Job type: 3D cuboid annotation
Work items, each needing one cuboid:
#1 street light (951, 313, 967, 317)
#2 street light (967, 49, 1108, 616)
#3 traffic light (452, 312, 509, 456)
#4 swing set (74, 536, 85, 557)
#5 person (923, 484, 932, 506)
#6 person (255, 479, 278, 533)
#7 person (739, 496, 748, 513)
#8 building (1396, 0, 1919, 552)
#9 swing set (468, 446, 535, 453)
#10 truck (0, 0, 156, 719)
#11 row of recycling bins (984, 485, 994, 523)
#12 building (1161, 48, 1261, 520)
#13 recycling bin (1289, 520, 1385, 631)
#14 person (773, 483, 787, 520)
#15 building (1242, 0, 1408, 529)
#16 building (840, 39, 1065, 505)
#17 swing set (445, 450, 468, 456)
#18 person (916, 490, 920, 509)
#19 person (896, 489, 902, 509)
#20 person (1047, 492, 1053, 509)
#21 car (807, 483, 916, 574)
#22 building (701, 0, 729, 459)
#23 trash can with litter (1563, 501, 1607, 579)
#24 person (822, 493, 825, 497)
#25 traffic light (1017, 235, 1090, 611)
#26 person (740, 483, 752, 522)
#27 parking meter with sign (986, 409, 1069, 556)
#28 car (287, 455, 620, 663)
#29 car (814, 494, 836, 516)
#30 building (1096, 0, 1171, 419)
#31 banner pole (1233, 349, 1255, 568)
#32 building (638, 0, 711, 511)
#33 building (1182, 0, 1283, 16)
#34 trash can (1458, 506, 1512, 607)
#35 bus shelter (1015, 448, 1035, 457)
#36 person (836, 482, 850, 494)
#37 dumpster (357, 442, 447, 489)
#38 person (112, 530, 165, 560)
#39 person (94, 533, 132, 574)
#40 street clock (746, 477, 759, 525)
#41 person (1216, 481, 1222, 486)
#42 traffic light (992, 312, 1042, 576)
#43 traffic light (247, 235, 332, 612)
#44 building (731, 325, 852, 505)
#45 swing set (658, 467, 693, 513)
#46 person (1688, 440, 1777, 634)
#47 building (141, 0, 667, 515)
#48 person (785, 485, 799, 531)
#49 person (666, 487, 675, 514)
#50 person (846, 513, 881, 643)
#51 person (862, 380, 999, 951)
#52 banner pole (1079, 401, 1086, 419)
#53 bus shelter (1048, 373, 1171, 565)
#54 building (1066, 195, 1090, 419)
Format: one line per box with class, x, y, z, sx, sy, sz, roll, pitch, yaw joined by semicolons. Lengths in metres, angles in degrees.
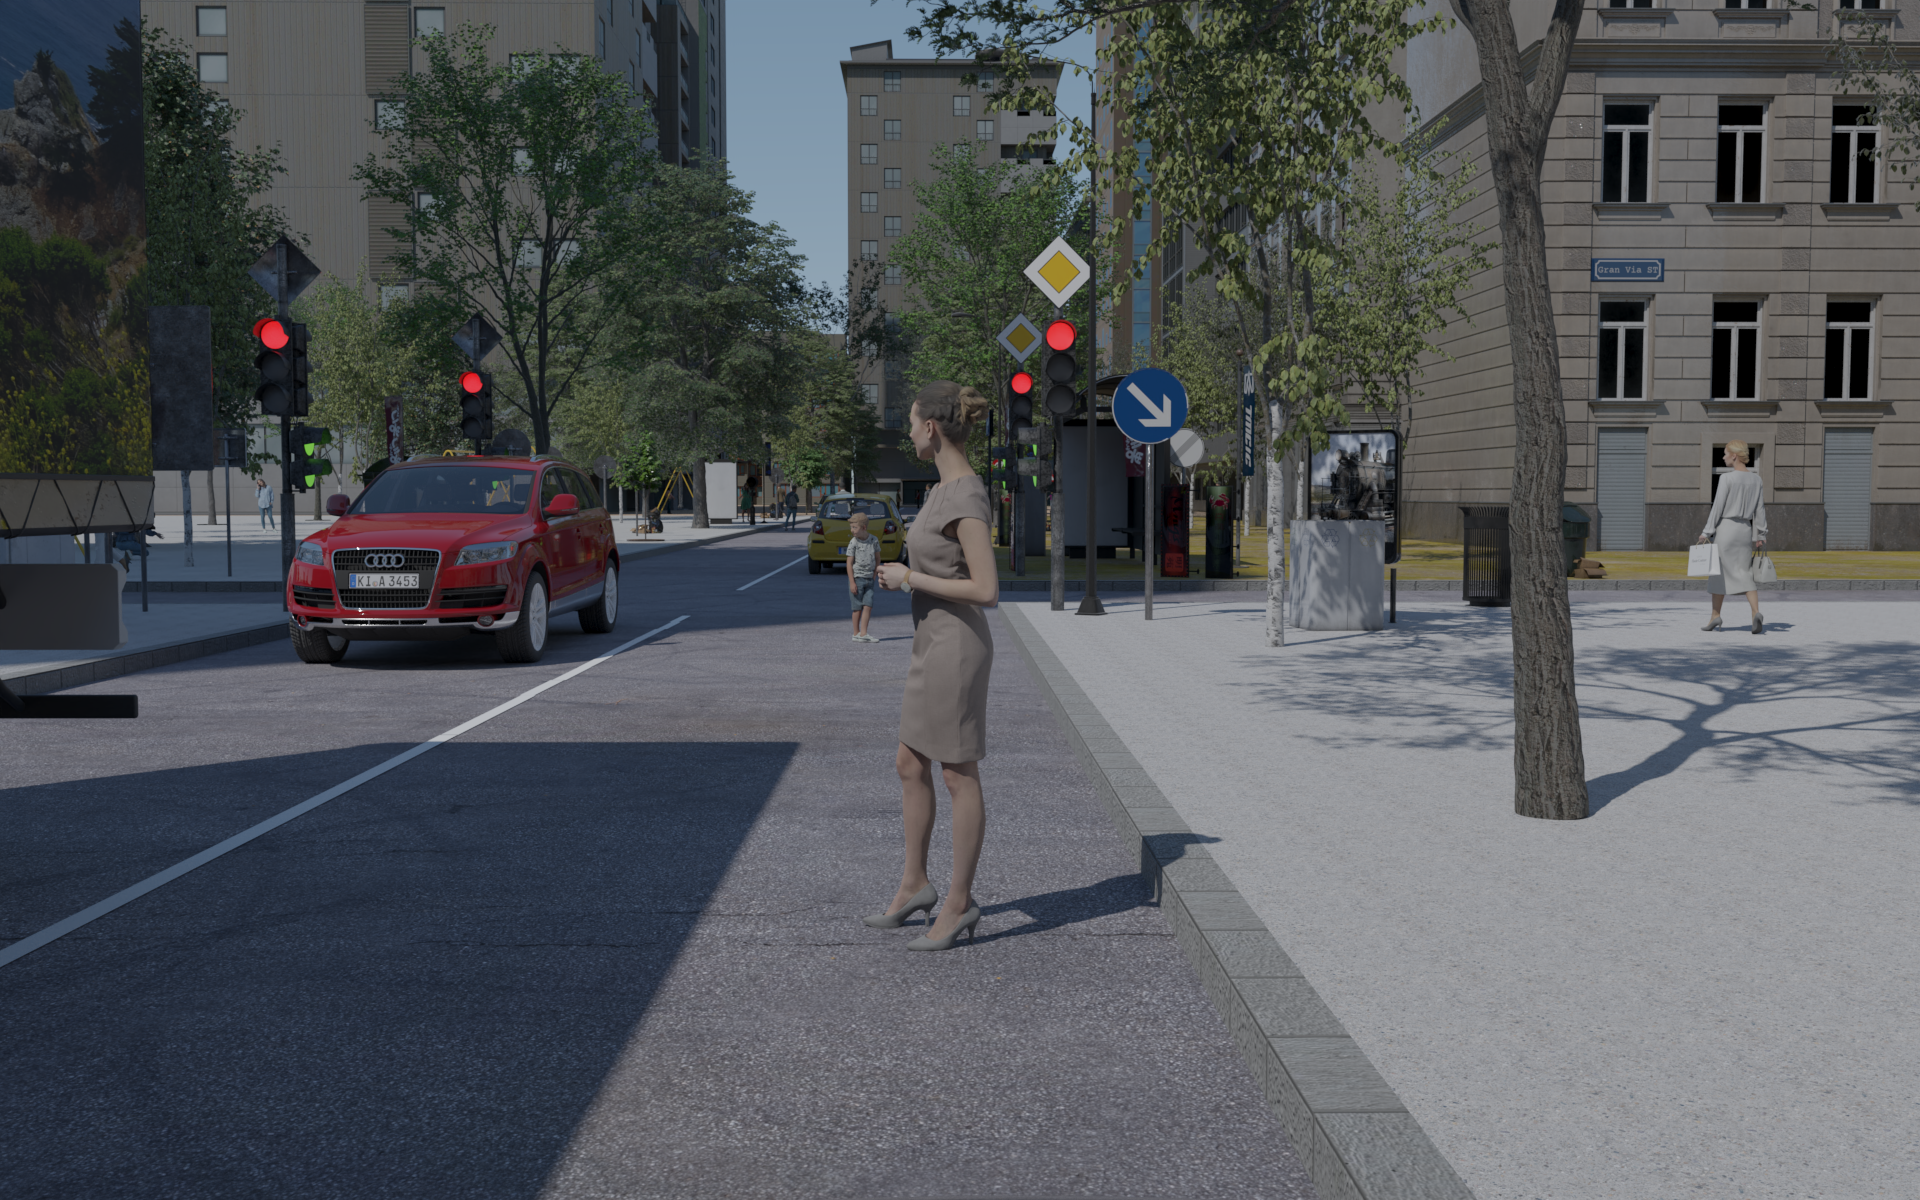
street light;0.478;-4.400;44.476;1.470;5.913;1.316;0;4;-1
street light;0.853;-2.795;18.235;1.470;5.913;1.316;0;4;-1
traffic light;-7.436;-2.316;26.792;0.839;4.253;0.868;0;4;-1
swing set;-18.562;-2.234;34.142;2.862;2.851;3.119;-1;4;-18
person;-1.140;-3.677;68.457;0.661;1.843;0.795;-3;5;-42
person;-22.851;-3.104;57.061;0.793;1.790;0.793;-3;5;-42
person;-14.828;-6.897;119.592;0.721;1.735;1.217;2;4;32
building;24.811;-15.061;43.516;25.104;27.353;12.463;0;4;-1
swing set;-13.886;-3.526;55.269;2.862;2.851;3.119;0;4;-7
truck;-4.460;-0.771;1.517;2.839;4.237;11.283;0;4;-1
row of recycling bins;0.958;-4.412;79.244;1.069;1.692;3.534;-1;4;-19
building;18.921;-16.382;86.917;14.314;24.678;30.058;0;4;-1
recycling bin;3.596;-0.245;16.556;0.722;1.027;0.722;0;4;-7
person;-8.862;-4.893;85.947;0.836;1.842;0.656;1;4;11
building;16.624;-13.072;62.871;9.793;20.994;18.267;0;4;-1
building;-0.008;-37.988;210.350;27.495;52.752;28.713;0;4;-1
swing set;-17.900;-3.989;62.834;2.862;2.851;3.119;1;4;12
person;-4.096;-9.777;168.314;0.705;1.831;1.348;1;4;10
person;-4.530;-7.304;128.015;0.705;1.812;1.348;-1;4;-14
person;7.890;-8.486;148.013;0.991;1.433;0.599;1;4;22
car;-1.852;-1.356;32.401;2.015;1.641;3.980;0;4;1
building;-32.247;-43.880;155.682;20.611;71.187;20.563;0;4;-1
trash can with litter;9.565;-0.932;26.630;0.624;1.170;1.055;-1;4;-15
person;-14.010;-10.375;178.894;0.991;1.433;0.599;-1;4;-14
traffic light;1.056;-1.837;18.963;0.839;4.253;0.868;0;4;-1
person;-9.812;-4.476;79.475;0.600;1.795;0.529;-3;4;-37
parking meter with sign;1.433;-2.414;35.726;1.738;3.016;0.543;0;4;-6
car;-4.595;-0.472;16.385;2.281;1.827;5.304;0;4;0
car;-6.097;-4.574;84.564;2.009;1.686;4.222;0;4;-1
building;18.123;-29.682;135.418;14.600;45.320;14.200;0;4;-1
banner pole;4.890;-2.432;29.777;0.401;3.779;0.863;-1;4;-15
building;-27.839;-27.761;137.491;14.154;41.232;14.086;0;4;-1
building;27.355;-25.981;116.663;32.217;40.220;23.993;0;4;-1
trash can;6.082;-0.501;19.848;0.748;1.137;0.748;0;3;0
bus shelter;2.886;-5.435;80.142;1.731;3.624;6.357;0;4;-1
person;-3.688;-2.821;54.812;0.511;1.800;0.466;-1;4;-13
dumpster;-10.169;-1.814;32.155;1.502;2.255;1.985;0;4;-1
person;-16.168;-1.357;33.721;1.012;1.151;0.738;1;4;15
person;-13.058;-1.260;26.527;0.514;1.842;0.818;3;4;36
street clock;-8.595;-4.107;71.713;0.471;2.002;0.358;1;4;17
person;10.583;-3.972;71.167;0.466;1.800;0.511;0;4;-6
traffic light;0.923;-2.326;26.947;0.839;4.253;0.868;0;4;-1
traffic light;-7.304;-1.828;18.808;0.839;4.253;0.868;0;4;-1
building;-28.183;-22.307;209.763;28.899;21.520;27.650;0;4;-1
swing set;-16.161;-6.280;100.303;2.862;2.851;3.119;-1;4;-16
person;7.125;-0.584;15.942;0.694;1.780;0.624;0;4;-1
building;-35.259;-32.183;115.436;28.713;52.752;27.495;0;4;-1
person;-6.555;-3.598;67.669;0.623;1.781;0.721;1;4;9
person;-18.556;-6.372;110.940;0.721;1.736;1.217;-2;4;-34
person;-0.925;-0.218;16.747;0.332;1.250;0.352;1;4;14
person;-0.091;0.206;5.465;0.374;1.781;0.599;-1;4;-13
banner pole;3.202;-3.376;45.221;0.401;3.779;0.863;1;4;14
bus shelter;2.762;-2.322;31.885;2.014;3.302;5.546;0;4;-1
building;26.764;-28.346;155.340;32.217;40.220;23.993;0;4;-1
